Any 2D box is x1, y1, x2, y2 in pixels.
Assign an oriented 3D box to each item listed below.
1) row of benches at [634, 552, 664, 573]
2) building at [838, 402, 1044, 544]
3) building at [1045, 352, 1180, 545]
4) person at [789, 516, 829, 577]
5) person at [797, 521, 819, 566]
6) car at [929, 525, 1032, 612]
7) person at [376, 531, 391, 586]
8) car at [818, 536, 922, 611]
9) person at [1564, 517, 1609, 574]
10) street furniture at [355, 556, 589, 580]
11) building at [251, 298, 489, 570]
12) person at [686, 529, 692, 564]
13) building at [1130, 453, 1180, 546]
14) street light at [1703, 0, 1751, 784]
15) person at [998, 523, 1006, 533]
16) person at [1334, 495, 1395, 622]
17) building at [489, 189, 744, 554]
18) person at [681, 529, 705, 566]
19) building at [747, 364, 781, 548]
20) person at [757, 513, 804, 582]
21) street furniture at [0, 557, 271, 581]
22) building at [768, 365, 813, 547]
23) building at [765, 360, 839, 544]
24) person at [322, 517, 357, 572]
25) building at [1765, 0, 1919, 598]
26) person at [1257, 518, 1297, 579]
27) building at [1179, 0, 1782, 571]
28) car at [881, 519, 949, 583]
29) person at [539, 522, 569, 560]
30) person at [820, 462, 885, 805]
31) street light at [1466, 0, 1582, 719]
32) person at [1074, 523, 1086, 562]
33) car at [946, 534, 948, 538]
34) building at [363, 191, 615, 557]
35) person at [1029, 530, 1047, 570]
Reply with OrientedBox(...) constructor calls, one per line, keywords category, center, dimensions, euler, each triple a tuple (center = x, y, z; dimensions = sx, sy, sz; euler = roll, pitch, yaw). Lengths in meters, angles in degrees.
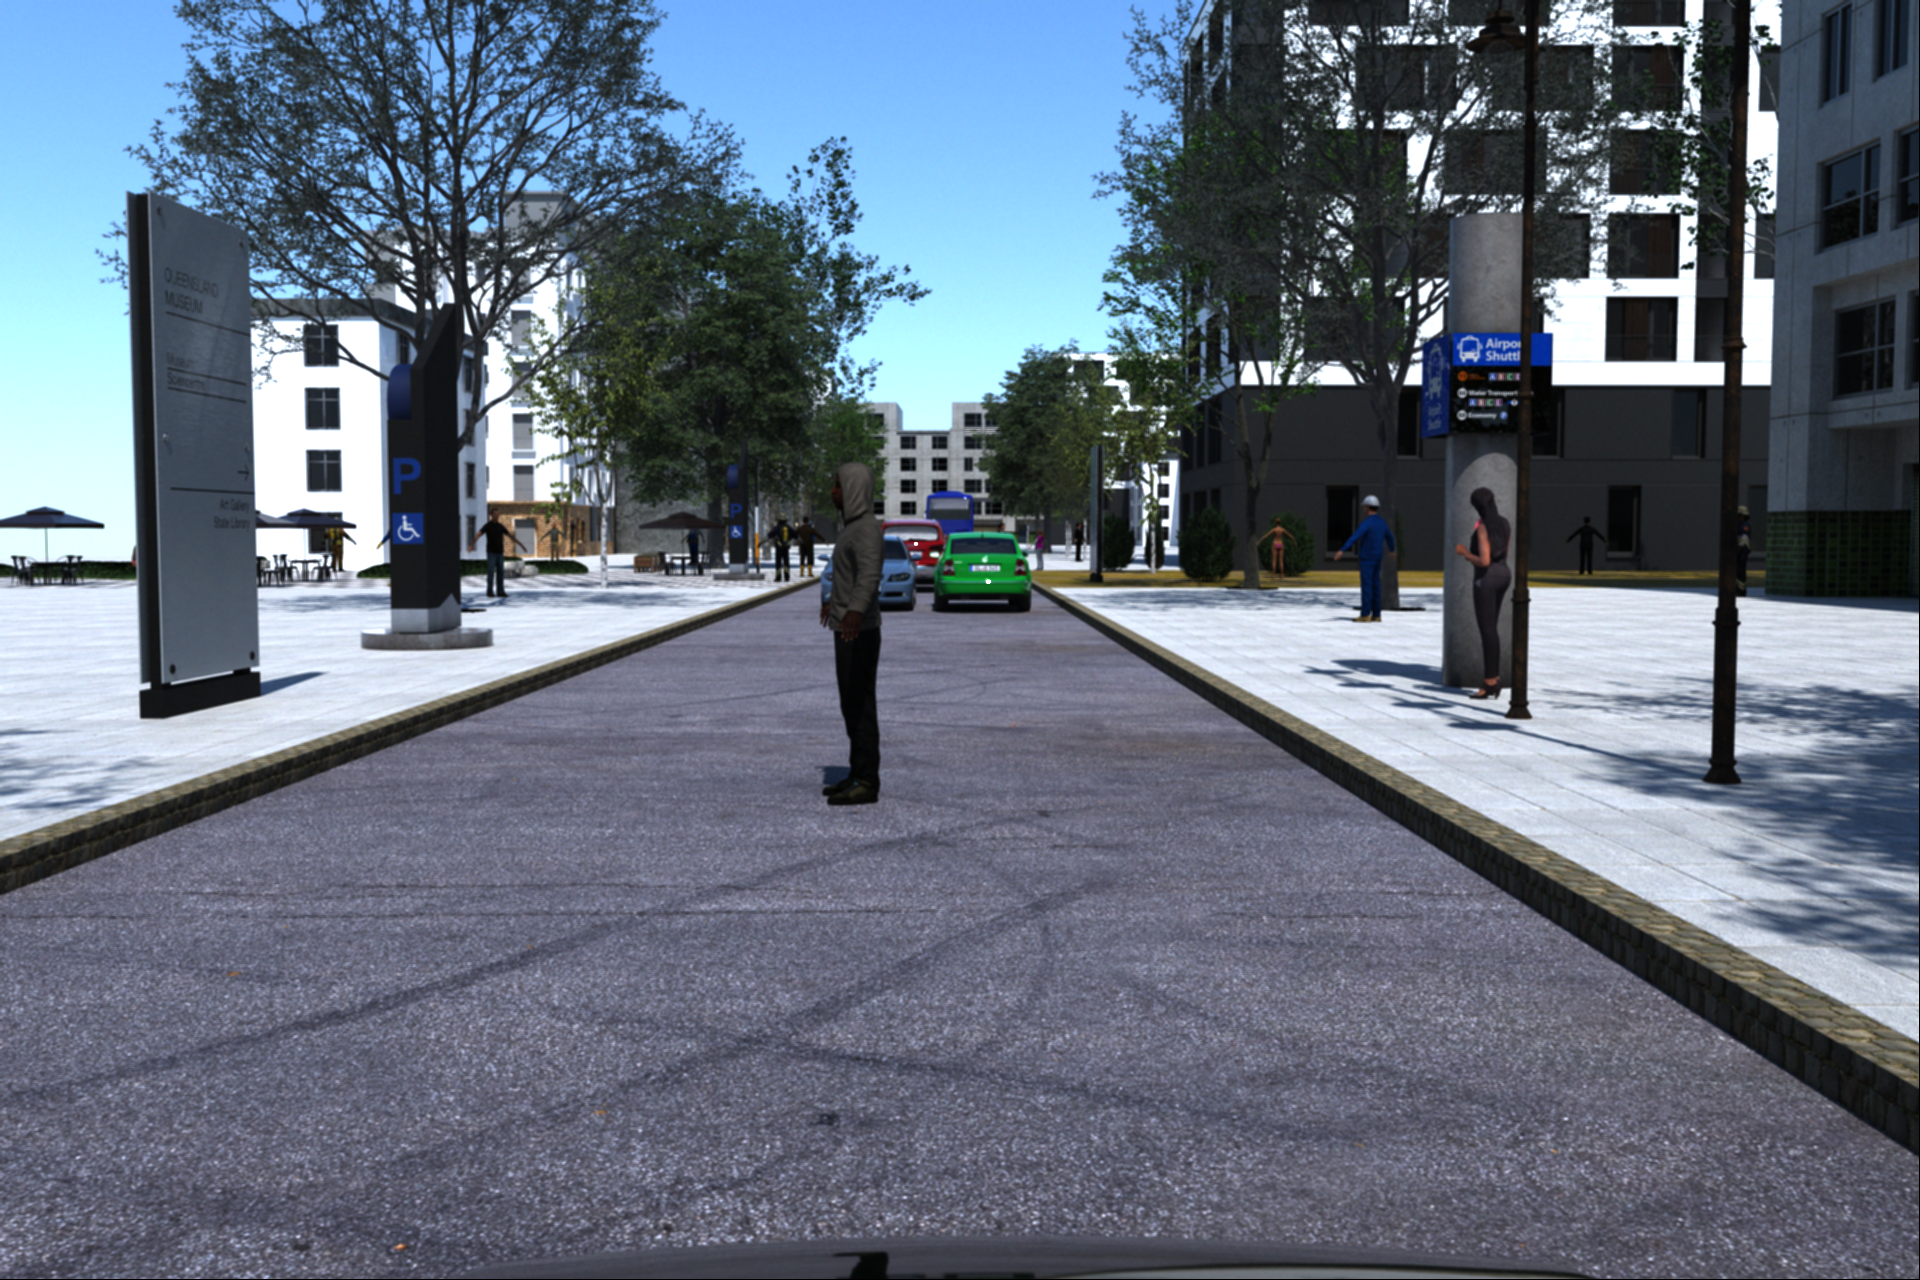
OrientedBox(category="row of benches", center=(-10.618, -2.682, 59.315), dimensions=(1.422, 0.672, 4.104), euler=(0, 4, -4))
OrientedBox(category="building", center=(-0.952, -22.603, 238.479), dimensions=(31.486, 18.905, 16.747), euler=(0, 4, 1))
OrientedBox(category="building", center=(24.119, -22.459, 211.178), dimensions=(27.936, 21.610, 32.646), euler=(0, 4, -1))
OrientedBox(category="person", center=(-4.602, -2.794, 51.821), dimensions=(1.346, 1.812, 0.704), euler=(0, 4, 7))
OrientedBox(category="person", center=(-6.138, -3.939, 70.524), dimensions=(0.704, 1.817, 1.347), euler=(2, 4, 33))
OrientedBox(category="car", center=(0.387, -1.506, 33.414), dimensions=(1.959, 1.807, 4.718), euler=(0, 4, -2))
OrientedBox(category="person", center=(-13.965, -2.259, 42.900), dimensions=(0.705, 1.833, 1.349), euler=(1, 4, 16))
OrientedBox(category="car", center=(-1.740, -1.338, 33.884), dimensions=(2.014, 1.417, 4.499), euler=(0, 4, -1))
OrientedBox(category="person", center=(19.915, -3.005, 55.062), dimensions=(1.347, 1.837, 0.705), euler=(1, 4, 17))
OrientedBox(category="street furniture", center=(-14.898, -2.324, 53.631), dimensions=(5.734, 0.657, 10.072), euler=(0, 4, 3))
OrientedBox(category="building", center=(-25.158, -8.177, 75.838), dimensions=(9.099, 9.664, 28.070), euler=(0, 3, 0))
OrientedBox(category="person", center=(-11.333, -4.084, 72.998), dimensions=(0.704, 1.802, 1.346), euler=(-1, 4, -18))
OrientedBox(category="building", center=(23.430, -14.526, 179.654), dimensions=(9.099, 9.664, 28.070), euler=(0, 4, 0))
OrientedBox(category="street light", center=(3.943, -2.201, 8.780), dimensions=(0.468, 5.910, 1.993), euler=(0, 4, -1))
OrientedBox(category="person", center=(1.452, -3.091, 59.175), dimensions=(1.347, 1.806, 0.705), euler=(-3, 5, -44))
OrientedBox(category="person", center=(5.977, -1.188, 25.304), dimensions=(1.347, 1.842, 0.705), euler=(-3, 5, -39))
OrientedBox(category="building", center=(-25.372, -17.671, 119.850), dimensions=(19.493, 23.208, 18.063), euler=(0, 4, 0))
OrientedBox(category="person", center=(-10.793, -3.942, 70.307), dimensions=(1.347, 1.847, 0.705), euler=(3, 5, 39))
OrientedBox(category="building", center=(-27.251, -20.451, 165.308), dimensions=(19.493, 23.208, 18.063), euler=(0, 4, -1))
OrientedBox(category="person", center=(-4.792, -2.497, 46.610), dimensions=(1.354, 1.856, 0.705), euler=(-2, 4, -27))
OrientedBox(category="street furniture", center=(-25.296, -2.159, 50.927), dimensions=(10.072, 0.657, 5.734), euler=(1, 4, 23))
OrientedBox(category="building", center=(-26.224, -21.742, 186.412), dimensions=(19.493, 23.208, 18.063), euler=(0, 4, 0))
OrientedBox(category="building", center=(-29.846, -22.547, 212.620), dimensions=(27.936, 21.610, 32.646), euler=(0, 4, 0))
OrientedBox(category="person", center=(-21.189, -3.254, 58.974), dimensions=(1.354, 1.858, 0.705), euler=(1, 4, 16))
OrientedBox(category="building", center=(25.688, -9.429, 20.625), dimensions=(16.747, 18.905, 31.486), euler=(0, 4, -1))
OrientedBox(category="person", center=(9.070, -2.616, 49.580), dimensions=(1.217, 1.733, 0.721), euler=(-1, 4, -8))
OrientedBox(category="building", center=(23.238, -14.173, 75.703), dimensions=(27.936, 21.610, 32.646), euler=(0, 4, 0))
OrientedBox(category="car", center=(-1.244, -2.185, 44.396), dimensions=(2.281, 1.827, 5.304), euler=(0, 4, -1))
OrientedBox(category="person", center=(-18.008, -4.318, 76.870), dimensions=(1.348, 1.796, 0.705), euler=(0, 4, 4))
OrientedBox(category="person", center=(-0.584, -0.044, 9.304), dimensions=(0.705, 1.813, 1.348), euler=(-1, 4, -9))
OrientedBox(category="street light", center=(3.894, -2.392, 11.897), dimensions=(0.468, 5.910, 1.993), euler=(0, 4, 0))
OrientedBox(category="person", center=(5.543, -4.552, 80.609), dimensions=(0.705, 1.806, 1.347), euler=(1, 4, 23))
OrientedBox(category="car", center=(-1.338, -2.595, 51.098), dimensions=(2.281, 1.827, 5.304), euler=(0, 4, 0))
OrientedBox(category="building", center=(-26.729, -14.704, 96.832), dimensions=(16.016, 20.090, 11.380), euler=(0, 4, -1))
OrientedBox(category="person", center=(2.787, -3.192, 61.451), dimensions=(0.599, 1.433, 0.991), euler=(3, 5, 41))
